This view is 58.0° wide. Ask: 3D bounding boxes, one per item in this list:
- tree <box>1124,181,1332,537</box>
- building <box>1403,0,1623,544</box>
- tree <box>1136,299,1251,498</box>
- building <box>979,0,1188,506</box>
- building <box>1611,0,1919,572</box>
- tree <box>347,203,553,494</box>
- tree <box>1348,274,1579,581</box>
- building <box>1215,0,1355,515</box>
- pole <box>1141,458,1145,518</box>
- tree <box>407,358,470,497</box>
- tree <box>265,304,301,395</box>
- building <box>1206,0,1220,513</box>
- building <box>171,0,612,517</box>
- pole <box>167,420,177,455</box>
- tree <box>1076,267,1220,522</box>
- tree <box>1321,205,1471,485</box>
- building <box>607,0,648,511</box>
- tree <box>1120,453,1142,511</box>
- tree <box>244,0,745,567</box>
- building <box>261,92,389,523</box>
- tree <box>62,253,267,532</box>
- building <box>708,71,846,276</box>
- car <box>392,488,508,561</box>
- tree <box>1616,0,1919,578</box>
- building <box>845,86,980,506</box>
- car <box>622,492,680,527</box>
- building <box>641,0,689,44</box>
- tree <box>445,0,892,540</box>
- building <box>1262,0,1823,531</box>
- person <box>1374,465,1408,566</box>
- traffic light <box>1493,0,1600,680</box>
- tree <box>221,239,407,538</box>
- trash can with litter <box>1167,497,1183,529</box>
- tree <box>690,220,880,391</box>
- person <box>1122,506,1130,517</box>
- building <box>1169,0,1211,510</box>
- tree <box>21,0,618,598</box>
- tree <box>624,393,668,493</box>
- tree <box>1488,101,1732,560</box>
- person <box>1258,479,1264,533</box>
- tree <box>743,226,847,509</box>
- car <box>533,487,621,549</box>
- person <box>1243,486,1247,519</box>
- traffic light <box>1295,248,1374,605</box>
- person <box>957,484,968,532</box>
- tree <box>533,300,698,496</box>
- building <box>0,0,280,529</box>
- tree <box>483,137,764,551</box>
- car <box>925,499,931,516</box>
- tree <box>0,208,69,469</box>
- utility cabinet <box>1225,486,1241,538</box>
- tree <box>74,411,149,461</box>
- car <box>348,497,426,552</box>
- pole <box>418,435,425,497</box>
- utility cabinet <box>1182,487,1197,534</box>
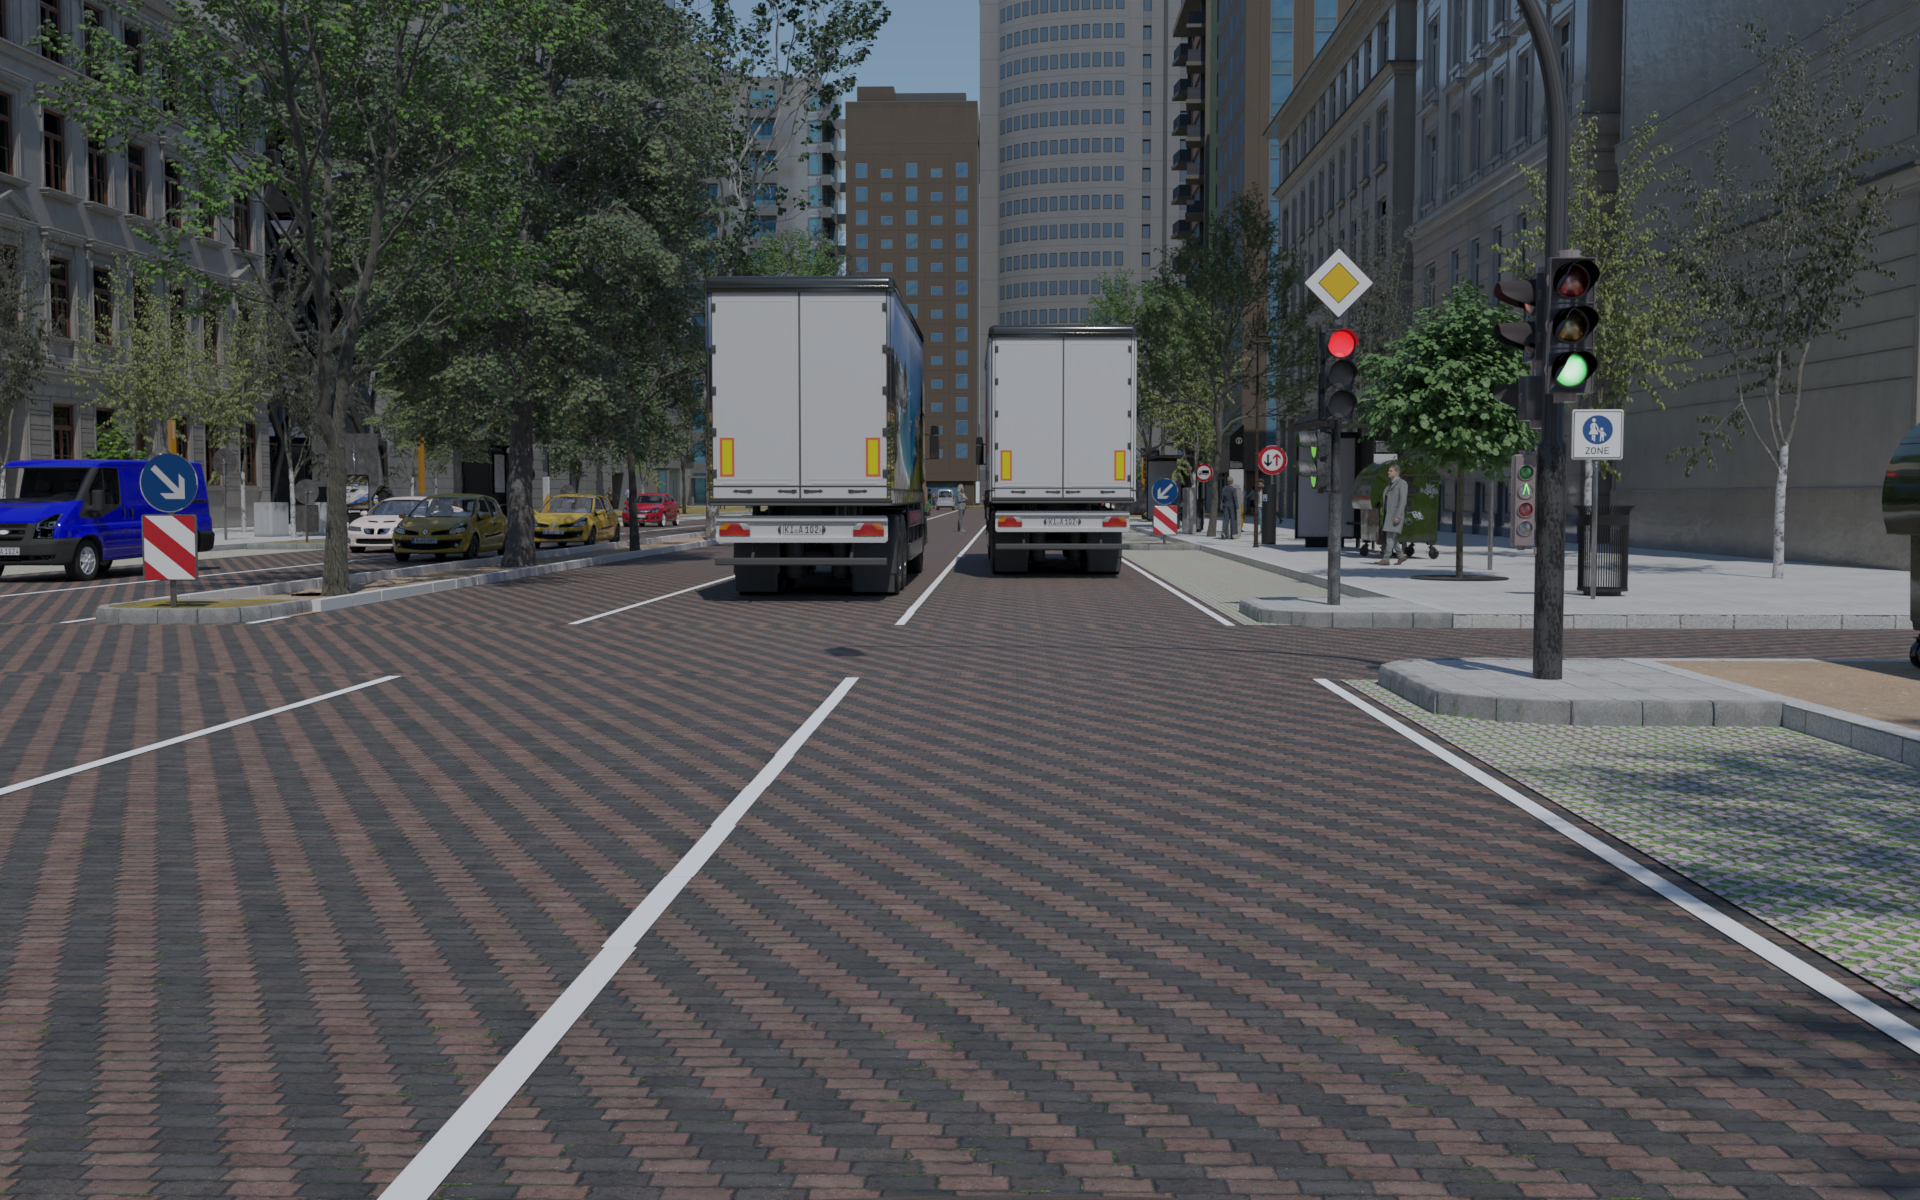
[{"bbox_3d":[7.868,-7.166,51.577,7.601,10.594,8.767,1,4,19],"label":"tree"},{"bbox_3d":[22.458,-16.361,53.411,13.634,28.700,20.117,0,4,2],"label":"building"},{"bbox_3d":[8.049,-6.785,61.290,4.737,8.622,4.395,0,3,0],"label":"tree"},{"bbox_3d":[16.300,-39.992,195.875,28.212,58.520,21.231,0,4,2],"label":"building"},{"bbox_3d":[30.174,-12.323,34.770,30.059,22.955,16.112,0,4,2],"label":"building"},{"bbox_3d":[-19.185,-9.037,65.888,7.486,12.596,7.792,0,3,0],"label":"tree"},{"bbox_3d":[7.613,-2.584,25.968,4.285,4.588,4.351,0,3,0],"label":"tree"},{"bbox_3d":[24.288,-28.206,111.277,14.600,45.320,14.200,0,4,2],"label":"building"},{"bbox_3d":[9.904,-6.108,93.702,0.158,3.312,0.155,0,3,0],"label":"pole"},{"bbox_3d":[-24.277,-7.680,75.937,4.360,8.622,3.978,0,3,0],"label":"tree"},{"bbox_3d":[-24.251,-6.571,57.795,4.737,8.622,4.395,0,3,0],"label":"tree"},{"bbox_3d":[24.929,-27.044,125.756,14.154,41.232,14.086,0,4,2],"label":"building"},{"bbox_3d":[-35.995,-34.709,109.490,21.231,58.520,28.212,0,4,2],"label":"building"},{"bbox_3d":[-21.659,-3.292,47.673,0.158,3.312,0.155,0,3,0],"label":"pole"},{"bbox_3d":[8.682,-9.393,79.339,9.928,11.665,9.643,0,3,0],"label":"tree"},{"bbox_3d":[11.024,-5.738,44.184,4.360,8.622,3.978,0,3,0],"label":"tree"},{"bbox_3d":[-32.306,-27.399,131.563,14.154,41.232,14.086,0,4,2],"label":"building"},{"bbox_3d":[9.975,-7.653,108.835,4.285,4.588,4.351,0,3,0],"label":"tree"},{"bbox_3d":[-8.655,-7.618,33.670,9.857,13.997,8.962,0,3,0],"label":"tree"},{"bbox_3d":[-35.424,-12.930,78.854,16.820,18.784,16.811,0,4,2],"label":"building"},{"bbox_3d":[-24.563,-6.245,52.471,4.737,8.622,4.395,0,3,0],"label":"tree"},{"bbox_3d":[-27.631,-35.440,199.048,30.456,49.044,23.786,0,4,2],"label":"building"},{"bbox_3d":[-11.189,-1.713,38.226,2.015,1.641,3.980,0,4,1],"label":"car"},{"bbox_3d":[12.455,-4.649,26.373,4.360,8.622,3.978,0,3,0],"label":"tree"},{"bbox_3d":[-4.997,-33.244,193.655,14.200,45.320,14.600,0,4,2],"label":"building"},{"bbox_3d":[-13.658,-4.129,76.554,2.155,1.783,4.494,0,4,4],"label":"car"},{"bbox_3d":[-39.671,-32.598,152.586,30.456,49.044,23.786,0,4,2],"label":"building"},{"bbox_3d":[-8.763,-11.923,53.291,12.611,20.169,13.585,0,3,0],"label":"tree"},{"bbox_3d":[23.944,-15.039,79.168,16.112,22.955,30.059,0,4,2],"label":"building"},{"bbox_3d":[7.759,-1.530,31.153,0.767,1.812,0.694,-1,4,-14],"label":"person"},{"bbox_3d":[1.967,-2.276,11.880,4.771,5.953,1.251,0,4,2],"label":"traffic light"},{"bbox_3d":[-19.433,-6.143,50.800,4.360,8.622,3.978,0,3,0],"label":"tree"},{"bbox_3d":[7.761,-3.148,62.860,0.624,1.170,1.055,1,4,20],"label":"trash can with litter"},{"bbox_3d":[-6.913,-10.064,77.375,12.009,13.543,11.850,0,3,0],"label":"tree"},{"bbox_3d":[8.909,-5.234,92.369,0.466,1.731,0.760,1,4,9],"label":"person"},{"bbox_3d":[29.481,-30.112,146.954,22.147,44.769,28.867,0,4,2],"label":"building"},{"bbox_3d":[-8.632,-5.844,23.762,9.928,11.665,9.643,0,3,0],"label":"tree"},{"bbox_3d":[-18.781,-9.274,101.988,4.737,8.622,4.395,0,3,0],"label":"tree"},{"bbox_3d":[12.387,-5.072,33.294,4.737,8.622,4.395,0,3,0],"label":"tree"},{"bbox_3d":[9.928,-3.076,56.680,0.623,1.781,0.721,2,4,28],"label":"person"},{"bbox_3d":[-7.208,-8.451,66.388,9.928,11.665,9.643,0,3,0],"label":"tree"},{"bbox_3d":[-10.397,-2.230,46.678,2.015,1.641,3.980,0,4,3],"label":"car"},{"bbox_3d":[14.547,-5.046,89.111,0.480,1.755,0.524,-1,4,-12],"label":"person"},{"bbox_3d":[4.308,-1.897,19.938,0.839,4.253,0.868,0,4,2],"label":"traffic light"},{"bbox_3d":[0.118,-3.518,66.200,0.526,1.800,0.537,2,4,35],"label":"person"},{"bbox_3d":[-19.167,-10.702,91.979,9.611,12.733,9.660,0,3,0],"label":"tree"},{"bbox_3d":[-32.864,-13.625,58.925,11.583,22.565,21.152,0,4,2],"label":"building"},{"bbox_3d":[-8.101,-6.514,43.371,8.767,10.594,7.601,0,4,2],"label":"tree"},{"bbox_3d":[-2.893,-6.381,113.132,1.959,1.807,4.718,0,4,3],"label":"car"},{"bbox_3d":[-24.751,-5.751,44.388,4.360,8.622,3.978,0,3,0],"label":"tree"},{"bbox_3d":[7.863,-2.514,49.779,0.318,1.500,1.173,1,4,17],"label":"utility cabinet"},{"bbox_3d":[-19.864,-2.812,40.572,1.663,3.219,1.824,0,3,0],"label":"tree"},{"bbox_3d":[-13.997,-1.936,44.014,2.083,1.381,4.827,0,4,1],"label":"car"},{"bbox_3d":[-18.711,-4.058,60.196,0.158,3.312,0.155,0,3,0],"label":"pole"},{"bbox_3d":[7.350,-2.870,55.599,0.318,1.500,1.173,0,3,0],"label":"utility cabinet"}]
